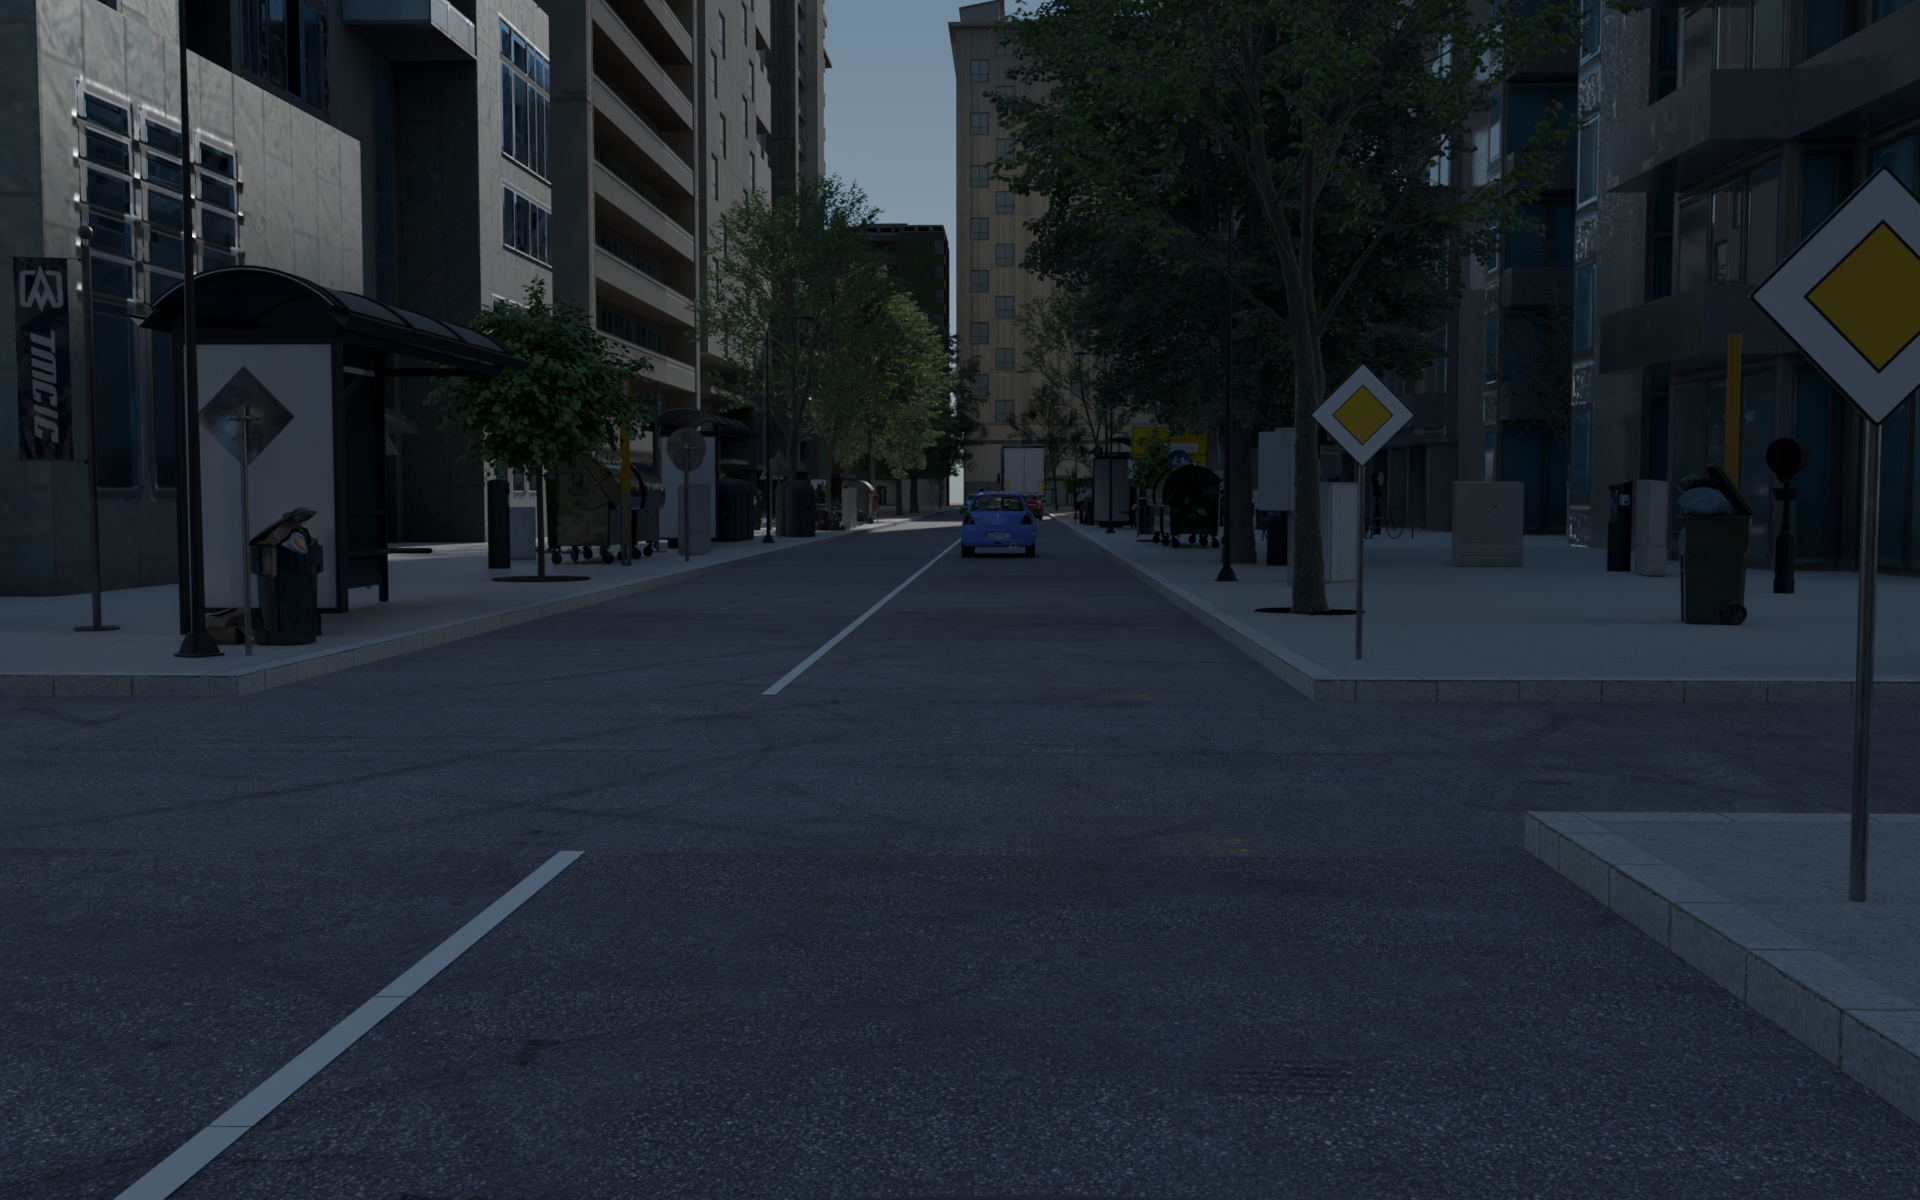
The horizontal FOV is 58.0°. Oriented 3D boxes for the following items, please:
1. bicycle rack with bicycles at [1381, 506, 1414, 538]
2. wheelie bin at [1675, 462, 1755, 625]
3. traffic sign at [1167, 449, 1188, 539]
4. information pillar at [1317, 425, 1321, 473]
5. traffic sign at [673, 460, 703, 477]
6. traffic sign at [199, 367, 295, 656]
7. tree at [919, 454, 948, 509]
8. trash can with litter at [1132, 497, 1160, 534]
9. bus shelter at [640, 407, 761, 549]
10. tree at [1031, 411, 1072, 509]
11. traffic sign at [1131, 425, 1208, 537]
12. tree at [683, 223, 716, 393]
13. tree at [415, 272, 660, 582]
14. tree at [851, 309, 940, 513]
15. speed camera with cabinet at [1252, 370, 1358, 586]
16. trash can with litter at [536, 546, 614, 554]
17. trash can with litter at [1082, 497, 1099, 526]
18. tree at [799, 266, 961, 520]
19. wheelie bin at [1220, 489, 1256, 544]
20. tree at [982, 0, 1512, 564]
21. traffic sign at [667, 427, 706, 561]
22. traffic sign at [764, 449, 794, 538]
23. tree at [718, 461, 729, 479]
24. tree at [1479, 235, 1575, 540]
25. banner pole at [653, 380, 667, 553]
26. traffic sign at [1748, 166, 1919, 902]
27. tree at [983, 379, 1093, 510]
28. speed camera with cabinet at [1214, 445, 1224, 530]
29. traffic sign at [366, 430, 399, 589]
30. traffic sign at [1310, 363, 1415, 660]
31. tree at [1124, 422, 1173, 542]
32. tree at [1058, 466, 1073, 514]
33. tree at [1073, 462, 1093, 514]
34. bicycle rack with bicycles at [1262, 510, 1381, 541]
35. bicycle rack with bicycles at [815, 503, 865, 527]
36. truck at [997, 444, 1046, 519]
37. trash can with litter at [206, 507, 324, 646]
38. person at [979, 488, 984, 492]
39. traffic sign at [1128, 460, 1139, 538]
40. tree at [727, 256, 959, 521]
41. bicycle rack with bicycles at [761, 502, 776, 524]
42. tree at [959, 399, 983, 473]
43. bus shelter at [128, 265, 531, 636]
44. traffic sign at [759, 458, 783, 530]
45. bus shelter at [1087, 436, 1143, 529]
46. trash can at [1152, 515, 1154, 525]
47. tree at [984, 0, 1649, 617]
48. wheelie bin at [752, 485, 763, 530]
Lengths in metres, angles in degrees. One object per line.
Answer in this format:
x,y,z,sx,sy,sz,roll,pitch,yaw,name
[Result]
11.652,-2.256,50.262,2.925,0.926,2.852,-2,4,-34,bicycle rack with bicycles
7.453,-0.566,17.166,0.693,1.594,0.980,1,4,16,wheelie bin
6.248,-3.019,49.466,0.768,2.556,0.104,1,4,11,traffic sign
8.438,-3.076,41.641,0.504,3.616,0.183,-1,4,-17,information pillar
-6.216,-2.406,39.441,0.768,2.556,0.104,1,4,10,traffic sign
-5.646,-0.615,13.691,0.795,2.450,0.064,0,4,2,traffic sign
-2.540,-12.233,150.371,4.360,8.622,3.978,0,3,0,tree
6.219,-2.747,56.309,0.624,1.170,1.055,-3,5,-42,trash can with litter
-6.362,-3.010,43.134,2.014,3.302,5.546,0,4,2,bus shelter
7.903,-12.197,149.780,4.737,8.622,4.395,0,3,0,tree
6.227,-3.524,51.490,2.265,3.308,0.079,1,4,9,traffic sign
-5.356,-7.955,55.816,9.928,11.665,9.643,0,3,0,tree
-6.335,-2.573,25.784,4.285,4.588,4.351,0,3,0,tree
-3.043,-12.960,118.558,9.857,13.997,8.962,0,3,0,tree
5.039,-1.863,24.796,0.660,3.252,2.038,3,5,42,speed camera with cabinet
-8.745,-1.637,37.819,2.233,1.210,1.678,3,5,42,trash can with litter
5.496,-3.618,70.535,1.055,1.170,0.624,2,4,25,trash can with litter
-4.753,-10.215,85.149,7.486,12.596,7.792,0,3,0,tree
6.960,-2.171,43.409,0.693,1.594,0.980,-2,4,-35,wheelie bin
5.261,-7.652,31.759,9.857,13.997,8.962,0,3,0,tree
-5.219,-2.015,33.049,0.768,2.556,0.104,0,4,5,traffic sign
-5.263,-3.076,50.301,0.884,2.594,0.081,0,4,6,traffic sign
-12.451,-5.667,87.257,1.663,3.219,1.824,0,3,0,tree
16.904,-5.996,48.398,4.360,8.622,3.978,0,3,0,tree
-6.657,-2.951,38.270,0.401,3.779,0.863,0,4,0,banner pole
2.830,-0.108,5.404,0.795,2.450,0.064,0,4,2,traffic sign
7.541,-12.563,139.822,7.601,10.594,8.767,2,4,32,tree
9.144,-4.085,61.126,2.038,3.252,0.660,0,4,-7,speed camera with cabinet
-7.998,-1.429,23.361,0.884,2.594,0.081,0,4,7,traffic sign
3.093,-0.596,13.384,0.795,2.450,0.064,0,4,2,traffic sign
5.368,-3.184,46.656,1.663,3.219,1.824,0,3,0,tree
7.178,-7.014,109.284,1.663,3.219,1.824,0,3,0,tree
7.341,-5.908,91.201,1.663,3.219,1.824,0,3,0,tree
9.367,-2.018,46.378,2.925,0.926,2.852,0,4,-2,bicycle rack with bicycles
-5.199,-3.365,68.406,2.925,0.926,2.852,0,4,-2,bicycle rack with bicycles
3.672,-6.985,103.110,2.839,4.237,11.283,0,4,1,truck
-5.989,-0.206,14.757,1.055,1.170,0.624,0,4,1,trash can with litter
1.249,-5.133,93.133,0.721,1.736,1.217,-1,4,-17,person
5.234,-2.983,50.901,0.606,2.300,0.079,1,4,10,traffic sign
-5.195,-8.055,66.113,8.767,10.594,7.601,1,4,11,tree
-7.591,-3.717,74.159,2.852,0.926,2.925,-1,4,-19,bicycle rack with bicycles
-1.700,-13.685,158.155,8.767,10.594,7.601,-2,4,-30,tree
-6.249,-1.479,18.106,2.014,3.302,5.546,0,4,2,bus shelter
-6.819,-3.825,62.549,0.884,2.594,0.081,0,4,7,traffic sign
5.772,-4.258,63.545,2.014,3.302,5.546,0,4,2,bus shelter
6.646,-2.943,59.771,0.748,1.137,0.748,0,3,0,trash can
3.670,-5.667,18.412,9.928,11.665,9.643,0,3,0,tree
-7.390,-3.260,61.209,0.693,1.594,0.980,-3,5,-44,wheelie bin
